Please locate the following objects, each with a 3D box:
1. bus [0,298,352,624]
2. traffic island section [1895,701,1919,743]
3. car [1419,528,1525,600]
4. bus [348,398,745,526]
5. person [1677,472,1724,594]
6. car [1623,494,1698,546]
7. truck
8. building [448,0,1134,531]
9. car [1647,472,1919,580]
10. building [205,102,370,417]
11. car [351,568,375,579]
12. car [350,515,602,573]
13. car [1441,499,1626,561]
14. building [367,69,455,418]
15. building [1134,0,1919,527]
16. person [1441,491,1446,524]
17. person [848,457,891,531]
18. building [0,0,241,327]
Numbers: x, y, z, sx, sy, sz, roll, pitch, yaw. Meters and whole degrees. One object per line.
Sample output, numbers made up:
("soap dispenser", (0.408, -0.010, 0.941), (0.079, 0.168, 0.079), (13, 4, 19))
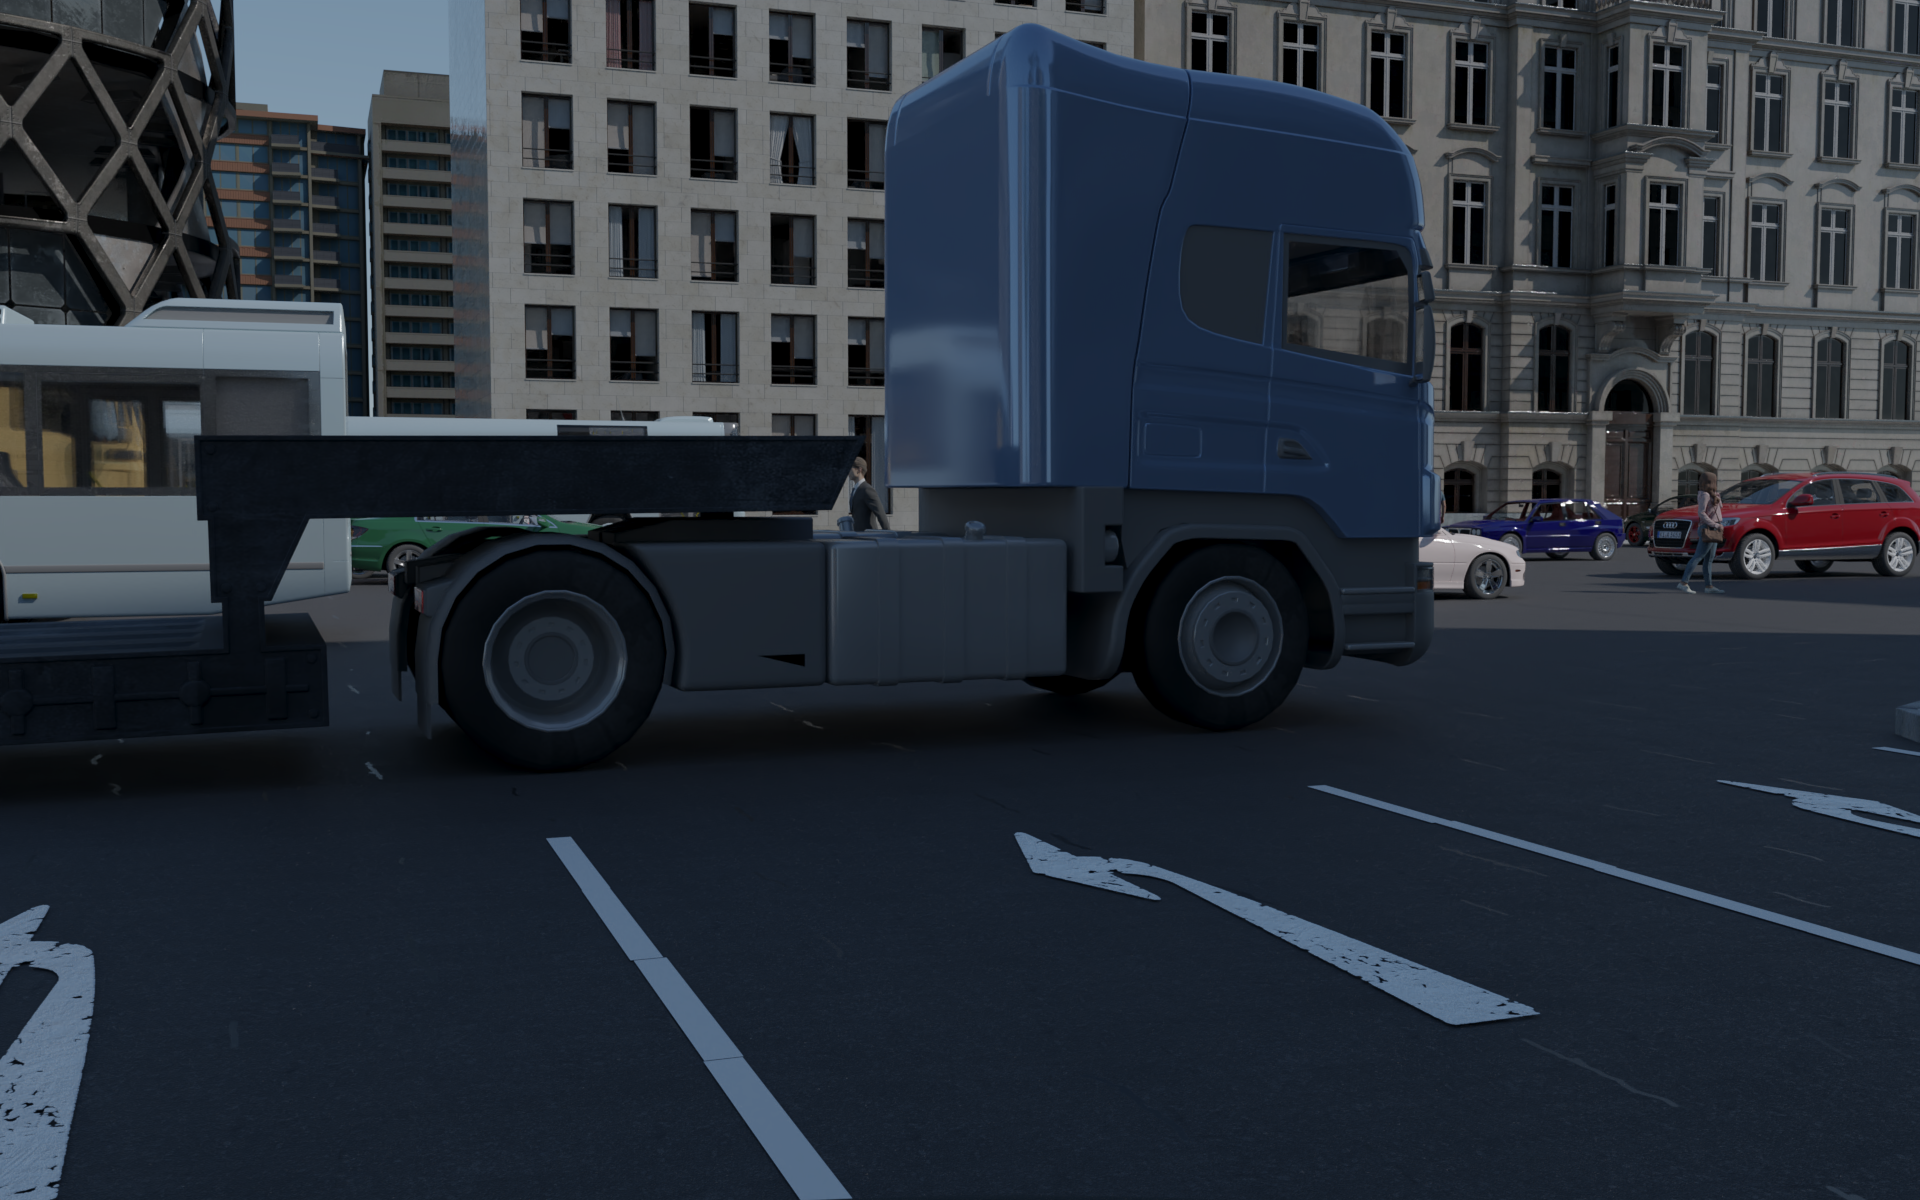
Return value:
("bus", (-12.478, -1.261, 15.471), (13.247, 3.499, 2.948), (-1, 4, -19))
("traffic island section", (6.743, 0.784, 9.460), (2.009, 0.180, 2.903), (-1, 4, -21))
("car", (5.487, -0.700, 23.806), (4.827, 1.381, 2.083), (-1, 4, -21))
("bus", (-10.377, -2.529, 36.207), (13.247, 3.499, 2.948), (-1, 4, -22))
("person", (10.703, -0.972, 24.981), (0.643, 1.750, 0.593), (1, 4, 22))
("car", (19.765, -2.263, 46.793), (2.009, 1.686, 4.222), (-1, 4, -20))
("truck", (-5.364, -1.156, 8.652), (18.799, 4.110, 2.967), (-1, 4, -22))
("building", (-5.045, -11.840, 48.330), (16.860, 20.320, 10.420), (-1, 4, -21))
("car", (14.518, -1.326, 30.350), (5.304, 1.827, 2.281), (-1, 4, -20))
("building", (-82.032, -33.114, 196.041), (28.867, 44.769, 22.147), (-1, 4, -21))
("car", (-11.703, -1.051, 29.549), (4.827, 1.381, 2.083), (-1, 4, -21))
("car", (-7.690, -1.022, 28.511), (4.920, 1.459, 2.131), (-1, 4, -20))
("car", (12.383, -1.527, 37.553), (3.894, 1.354, 1.945), (-1, 4, -20))
("building", (-58.274, -35.518, 204.424), (21.600, 48.544, 21.300), (-1, 4, -21))
("building", (19.126, -14.685, 59.192), (34.723, 24.649, 14.460), (-1, 4, -21))
("person", (11.057, -1.952, 40.536), (0.598, 1.807, 0.434), (0, 4, -3))
("person", (-1.147, -0.697, 19.674), (0.755, 1.850, 0.659), (-1, 4, -14))
("building", (-27.136, -10.761, 43.396), (16.811, 18.784, 16.820), (-1, 4, -21))
